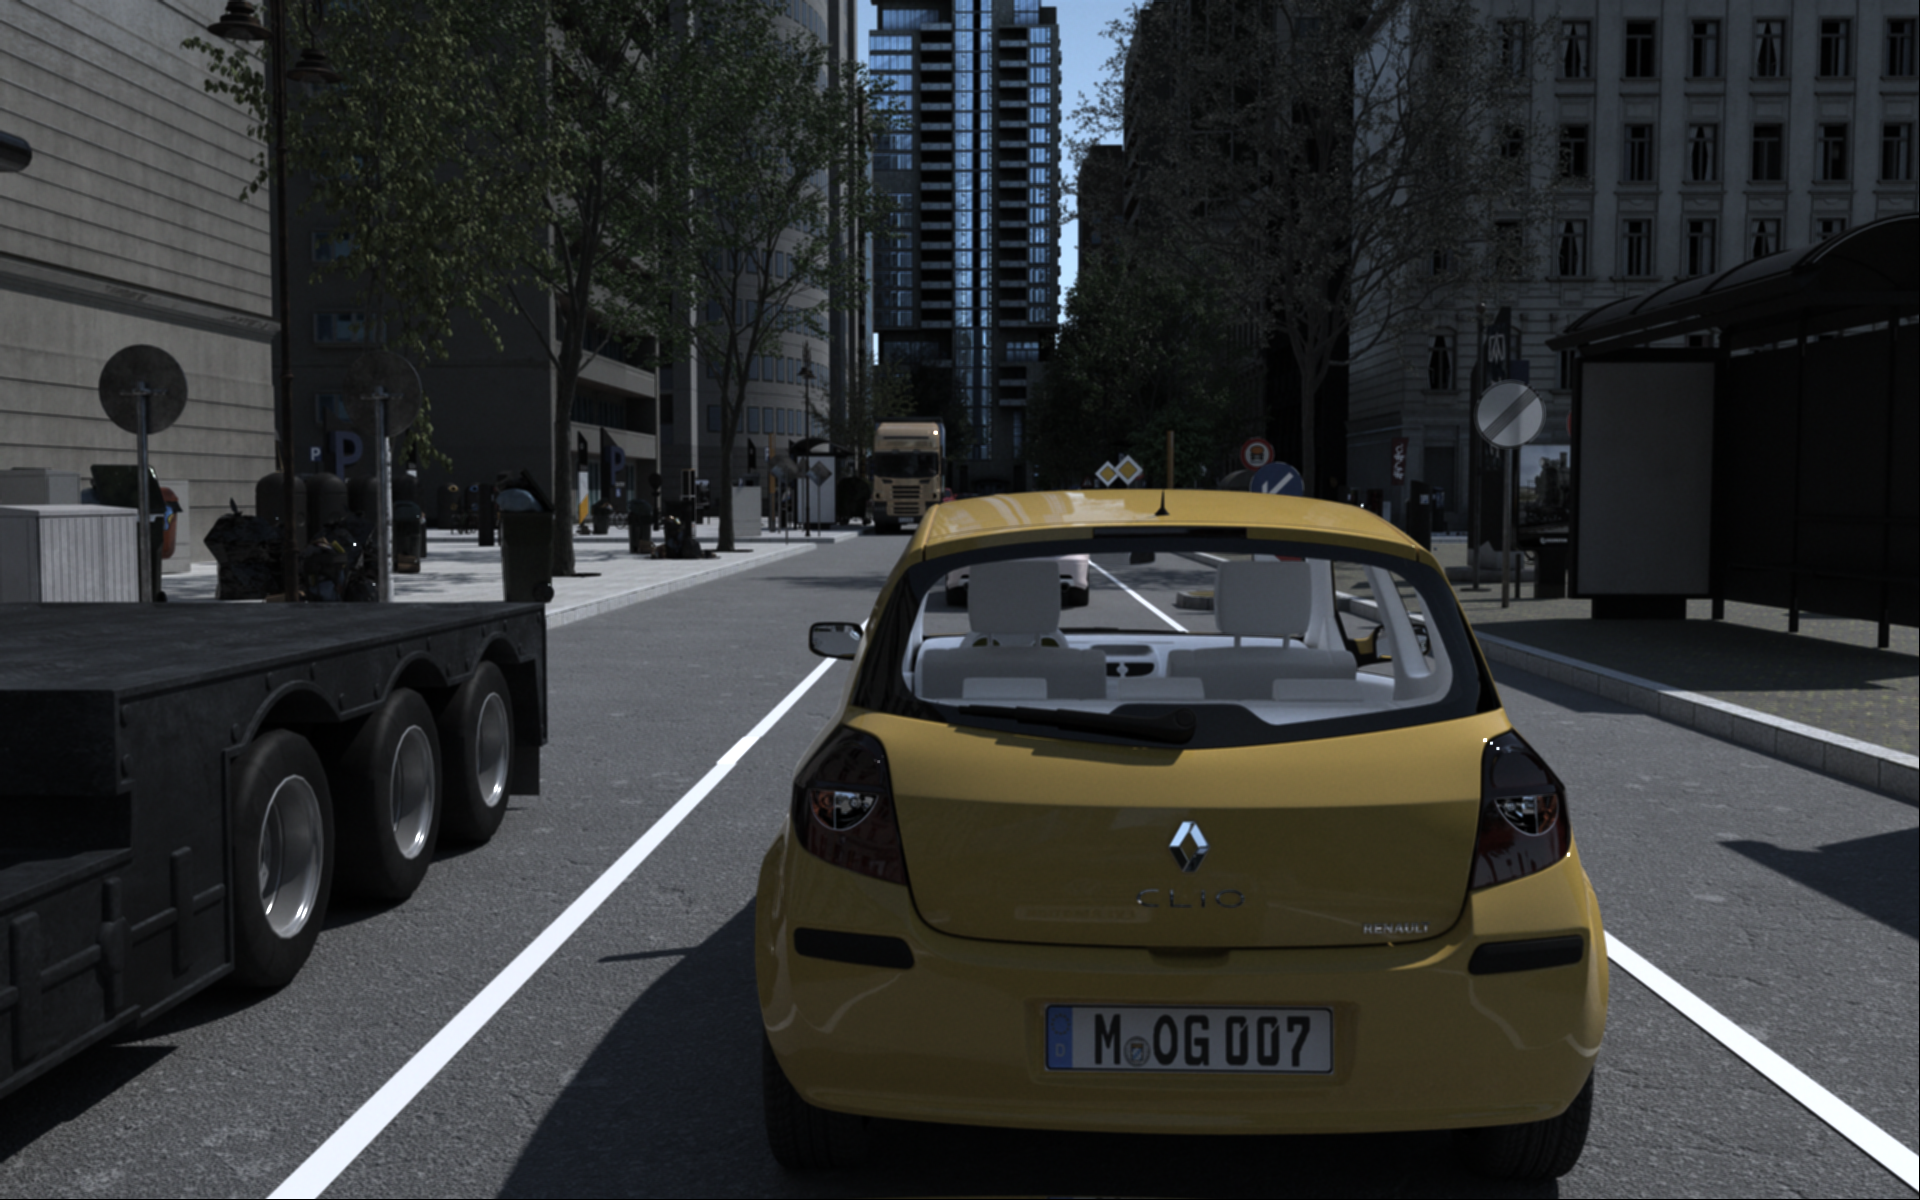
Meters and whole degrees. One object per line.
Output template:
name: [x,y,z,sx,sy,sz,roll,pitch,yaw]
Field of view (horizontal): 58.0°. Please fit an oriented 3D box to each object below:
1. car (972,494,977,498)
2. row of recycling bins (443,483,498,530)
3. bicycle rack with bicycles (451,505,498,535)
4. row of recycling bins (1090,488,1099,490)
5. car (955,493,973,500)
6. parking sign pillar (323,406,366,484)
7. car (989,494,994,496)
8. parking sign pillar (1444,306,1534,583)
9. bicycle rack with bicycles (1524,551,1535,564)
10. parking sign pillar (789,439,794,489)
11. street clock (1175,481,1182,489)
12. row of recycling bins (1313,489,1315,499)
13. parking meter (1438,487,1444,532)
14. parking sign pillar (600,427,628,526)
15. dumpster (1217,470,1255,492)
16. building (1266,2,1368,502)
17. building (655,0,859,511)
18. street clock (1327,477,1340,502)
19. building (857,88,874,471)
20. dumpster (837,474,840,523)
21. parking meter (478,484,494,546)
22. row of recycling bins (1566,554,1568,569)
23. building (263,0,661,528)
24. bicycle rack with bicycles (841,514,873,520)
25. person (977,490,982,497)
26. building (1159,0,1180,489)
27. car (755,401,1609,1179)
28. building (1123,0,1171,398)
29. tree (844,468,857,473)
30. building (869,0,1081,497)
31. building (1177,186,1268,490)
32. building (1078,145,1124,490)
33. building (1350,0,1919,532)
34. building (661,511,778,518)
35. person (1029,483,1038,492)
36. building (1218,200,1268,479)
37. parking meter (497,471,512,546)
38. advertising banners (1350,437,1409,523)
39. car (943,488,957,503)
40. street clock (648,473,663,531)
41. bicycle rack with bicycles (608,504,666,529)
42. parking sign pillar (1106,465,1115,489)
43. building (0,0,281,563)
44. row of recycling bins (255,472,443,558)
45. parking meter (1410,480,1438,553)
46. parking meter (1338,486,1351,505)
car: [1.293,-10.518,183.978,2.014,1.417,4.499,0,4,1]
row of recycling bins: [-17.203,-3.420,63.032,3.534,1.692,1.069,-1,4,-11]
bicycle rack with bicycles: [-15.302,-2.590,55.722,2.852,0.926,2.925,1,4,14]
row of recycling bins: [9.470,-6.605,115.100,1.069,1.692,3.534,2,4,27]
car: [0.346,-8.035,140.405,2.155,1.783,4.494,0,4,0]
parking sign pillar: [-19.099,-3.995,53.796,1.447,3.967,1.447,2,4,28]
car: [3.459,-9.787,170.240,2.015,1.641,3.980,0,4,1]
parking sign pillar: [7.946,-2.272,25.617,1.447,3.967,1.447,0,4,-2]
bicycle rack with bicycles: [10.992,-1.142,32.048,2.925,0.926,2.852,1,4,16]
parking sign pillar: [-7.718,-5.890,84.766,1.447,3.967,1.447,0,4,-4]
street clock: [9.485,-4.321,75.211,0.471,2.002,0.358,-1,4,-20]
row of recycling bins: [11.448,-3.440,63.362,3.534,1.692,1.069,-2,4,-23]
parking meter: [16.000,-3.031,57.960,0.372,1.533,0.369,0,3,0]
parking sign pillar: [-14.083,-5.014,70.443,1.447,3.967,1.447,1,4,21]
dumpster: [6.925,-2.193,41.619,1.264,1.857,1.865,0,4,1]
building: [21.671,-15.339,80.478,12.332,23.373,15.834,0,4,1]
building: [-21.372,-38.154,165.809,21.231,58.520,28.212,0,4,1]
street clock: [15.688,-4.176,72.840,0.471,2.002,0.358,2,4,33]
building: [-16.966,-32.860,187.378,14.200,45.320,14.600,0,4,1]
dumpster: [-5.841,-4.523,76.445,1.502,2.255,1.985,0,4,1]
parking meter: [-11.689,-2.097,42.704,0.372,1.533,0.369,0,3,0]
row of recycling bins: [11.303,-1.311,28.547,1.069,1.692,3.534,-1,4,-23]
building: [-25.787,-27.577,74.581,21.300,48.544,21.600,0,4,1]
bicycle rack with bicycles: [-5.174,-4.296,83.622,2.925,0.926,2.852,0,4,-6]
person: [1.799,-8.969,155.231,0.705,1.814,1.350,2,4,24]
building: [26.720,-43.265,145.636,20.563,71.187,20.611,0,4,1]
car: [0.491,0.315,5.078,2.015,1.641,3.980,0,4,2]
building: [27.215,-33.286,167.924,21.300,48.544,21.600,0,4,1]
tree: [-6.877,-7.207,112.433,1.663,3.219,1.824,0,3,0]
building: [0.148,-56.007,228.390,31.000,86.520,22.319,0,4,1]
building: [20.223,-16.411,117.479,9.793,20.994,18.267,0,4,1]
building: [22.655,-35.170,225.141,14.200,45.320,14.600,0,4,1]
building: [24.008,-13.074,62.917,18.267,20.994,9.793,0,4,1]
building: [-18.829,-34.555,106.979,21.231,58.520,28.212,0,4,1]
person: [2.779,-3.469,65.316,0.850,1.850,0.679,-1,4,-19]
building: [20.753,-14.283,98.159,10.561,19.102,19.286,0,4,1]
parking meter: [-11.245,-2.270,42.831,0.255,1.863,0.399,1,4,10]
advertising banners: [12.870,-3.525,53.818,2.074,3.025,0.090,1,4,22]
car: [-1.275,-5.836,104.094,2.281,1.827,5.304,0,4,2]
street clock: [-10.623,-3.420,60.490,0.471,2.002,0.358,0,4,-1]
bicycle rack with bicycles: [-11.789,-3.117,64.352,2.925,0.926,2.852,3,4,37]
parking sign pillar: [8.970,-6.960,102.269,1.447,3.967,1.447,1,4,11]
building: [-35.714,-15.358,27.521,44.131,29.872,17.030,0,4,1]
row of recycling bins: [-11.859,-1.612,33.472,1.069,1.692,3.534,2,4,35]
parking meter: [8.294,-1.393,31.184,0.372,1.533,0.369,0,3,0]
parking meter: [11.488,-2.654,51.808,0.372,1.533,0.369,0,3,0]
